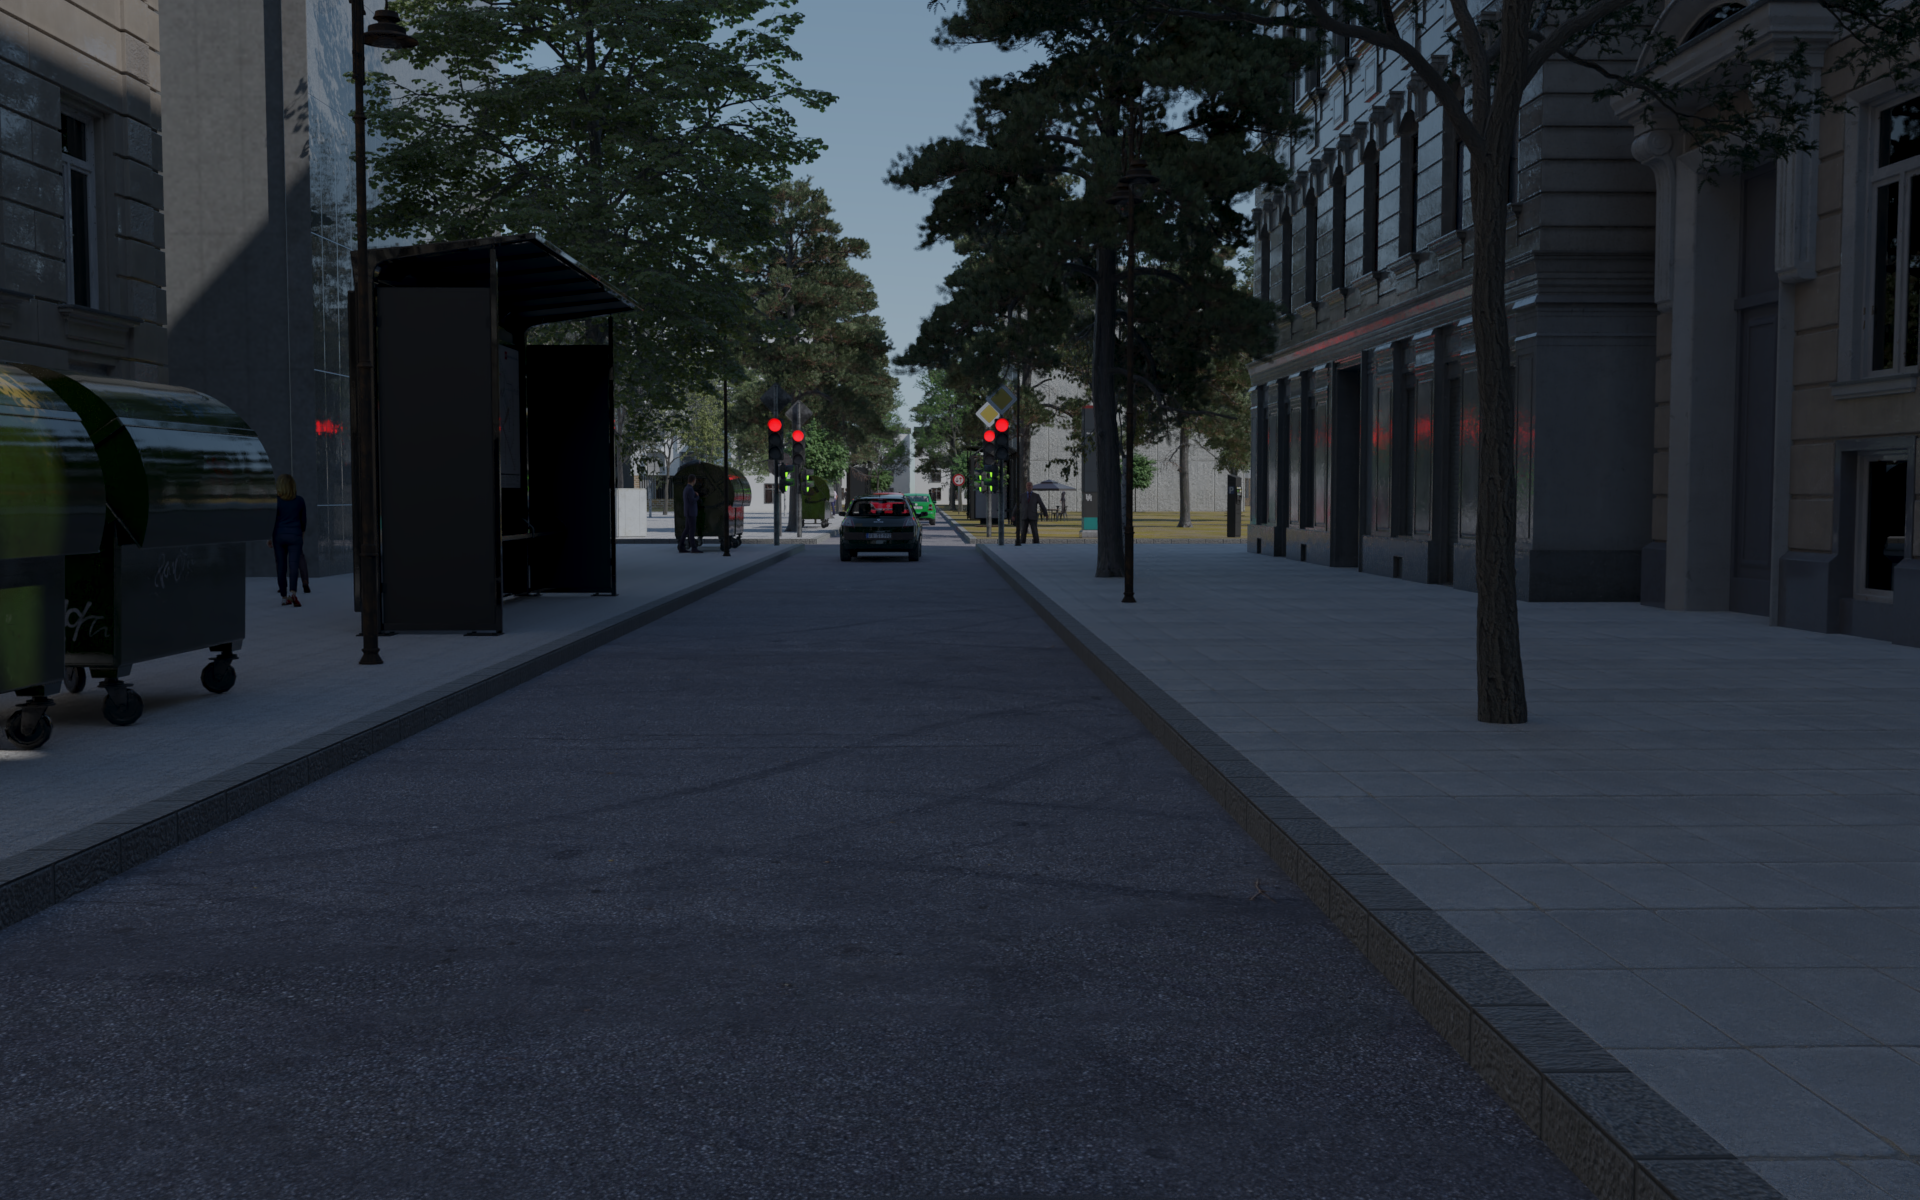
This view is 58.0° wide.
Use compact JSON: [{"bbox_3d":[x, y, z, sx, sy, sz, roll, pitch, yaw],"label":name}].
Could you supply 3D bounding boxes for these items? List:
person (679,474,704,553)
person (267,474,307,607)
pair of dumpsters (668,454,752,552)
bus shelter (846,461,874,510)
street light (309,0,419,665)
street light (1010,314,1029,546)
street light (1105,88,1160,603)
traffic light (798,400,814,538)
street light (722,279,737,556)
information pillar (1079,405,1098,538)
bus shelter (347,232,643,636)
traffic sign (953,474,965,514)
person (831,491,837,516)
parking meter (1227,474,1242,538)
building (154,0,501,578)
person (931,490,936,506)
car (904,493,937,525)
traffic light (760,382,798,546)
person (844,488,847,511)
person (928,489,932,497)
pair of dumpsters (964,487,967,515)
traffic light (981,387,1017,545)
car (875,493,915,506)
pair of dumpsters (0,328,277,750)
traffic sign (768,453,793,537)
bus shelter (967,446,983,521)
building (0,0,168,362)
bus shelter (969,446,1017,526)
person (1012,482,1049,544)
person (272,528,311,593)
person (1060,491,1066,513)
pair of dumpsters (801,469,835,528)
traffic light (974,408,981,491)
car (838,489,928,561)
[{"bbox_3d":[-5.845,-1.873,37.594,0.530,1.710,0.541,-1,4,-9],"label":"person"},{"bbox_3d":[-7.668,-0.687,19.815,0.480,1.512,0.613,-3,5,-45],"label":"person"},{"bbox_3d":[-5.811,-2.314,40.326,1.574,2.255,4.436,0,4,-1],"label":"pair of dumpsters"},{"bbox_3d":[-7.071,-8.047,122.850,1.731,3.624,6.357,0,4,-1],"label":"bus shelter"},{"bbox_3d":[-4.450,-2.454,12.908,0.468,5.910,1.993,0,4,-1],"label":"street light"},{"bbox_3d":[1.438,-4.276,42.701,0.468,5.910,1.993,0,4,-1],"label":"street light"},{"bbox_3d":[2.000,-2.908,20.331,0.468,5.910,1.993,0,4,-1],"label":"street light"},{"bbox_3d":[-4.722,-3.778,51.009,0.839,4.213,0.868,0,4,-1],"label":"traffic light"},{"bbox_3d":[-4.810,-3.838,35.538,0.468,5.910,1.993,0,4,-1],"label":"street light"},{"bbox_3d":[3.910,-3.755,50.773,0.750,3.857,0.750,0,4,-3],"label":"information pillar"},{"bbox_3d":[-4.748,-1.675,18.674,1.731,3.624,6.357,0,4,-1],"label":"bus shelter"},{"bbox_3d":[-0.073,-6.643,108.719,0.768,2.556,0.104,0,4,2],"label":"traffic sign"},{"bbox_3d":[-7.611,-5.877,103.068,0.436,1.711,0.756,3,4,37],"label":"person"},{"bbox_3d":[8.092,-2.774,51.069,0.255,1.863,0.399,-3,5,-40],"label":"parking meter"},{"bbox_3d":[-19.902,-13.062,31.589,19.932,24.808,12.078,0,4,-1],"label":"building"},{"bbox_3d":[-2.154,-8.178,142.761,0.434,1.755,0.990,-1,4,-16],"label":"person"},{"bbox_3d":[-2.045,-4.381,80.419,1.959,1.807,4.718,0,4,-2],"label":"car"},{"bbox_3d":[-4.548,-3.289,43.026,0.839,4.213,0.868,0,4,-1],"label":"traffic light"},{"bbox_3d":[-8.425,-7.574,130.680,0.742,1.727,0.445,1,4,11],"label":"person"},{"bbox_3d":[-2.624,-8.629,149.219,0.705,1.869,1.348,-2,4,-23],"label":"person"},{"bbox_3d":[1.052,-6.113,102.442,1.574,2.255,4.436,0,4,-1],"label":"pair of dumpsters"},{"bbox_3d":[1.012,-3.298,43.162,0.839,4.213,0.868,0,4,-1],"label":"traffic light"},{"bbox_3d":[-2.826,-3.611,68.081,2.155,1.783,4.494,0,4,-3],"label":"car"},{"bbox_3d":[-5.118,-0.401,9.042,1.574,2.255,4.436,0,4,-1],"label":"pair of dumpsters"},{"bbox_3d":[-5.422,-3.188,52.235,0.768,2.556,0.104,0,4,6],"label":"traffic sign"},{"bbox_3d":[0.911,-5.779,85.767,1.731,3.624,6.357,0,4,-1],"label":"bus shelter"},{"bbox_3d":[-15.176,-12.935,8.753,12.463,27.353,25.104,0,4,-1],"label":"building"},{"bbox_3d":[1.435,-4.758,71.716,2.014,3.302,5.546,0,4,-1],"label":"bus shelter"},{"bbox_3d":[1.827,-2.207,45.144,0.990,1.755,0.434,1,4,13],"label":"person"},{"bbox_3d":[-8.699,-0.844,22.540,0.574,1.496,0.600,0,4,-1],"label":"person"},{"bbox_3d":[7.010,-6.803,118.073,0.445,1.727,0.742,0,4,1],"label":"person"},{"bbox_3d":[-5.661,-3.911,66.440,1.574,2.255,4.436,0,4,-1],"label":"pair of dumpsters"},{"bbox_3d":[0.838,-3.786,51.146,0.839,4.213,0.868,0,4,-1],"label":"traffic light"},{"bbox_3d":[-1.718,-1.744,38.298,2.009,1.686,4.222,0,4,0],"label":"car"}]
